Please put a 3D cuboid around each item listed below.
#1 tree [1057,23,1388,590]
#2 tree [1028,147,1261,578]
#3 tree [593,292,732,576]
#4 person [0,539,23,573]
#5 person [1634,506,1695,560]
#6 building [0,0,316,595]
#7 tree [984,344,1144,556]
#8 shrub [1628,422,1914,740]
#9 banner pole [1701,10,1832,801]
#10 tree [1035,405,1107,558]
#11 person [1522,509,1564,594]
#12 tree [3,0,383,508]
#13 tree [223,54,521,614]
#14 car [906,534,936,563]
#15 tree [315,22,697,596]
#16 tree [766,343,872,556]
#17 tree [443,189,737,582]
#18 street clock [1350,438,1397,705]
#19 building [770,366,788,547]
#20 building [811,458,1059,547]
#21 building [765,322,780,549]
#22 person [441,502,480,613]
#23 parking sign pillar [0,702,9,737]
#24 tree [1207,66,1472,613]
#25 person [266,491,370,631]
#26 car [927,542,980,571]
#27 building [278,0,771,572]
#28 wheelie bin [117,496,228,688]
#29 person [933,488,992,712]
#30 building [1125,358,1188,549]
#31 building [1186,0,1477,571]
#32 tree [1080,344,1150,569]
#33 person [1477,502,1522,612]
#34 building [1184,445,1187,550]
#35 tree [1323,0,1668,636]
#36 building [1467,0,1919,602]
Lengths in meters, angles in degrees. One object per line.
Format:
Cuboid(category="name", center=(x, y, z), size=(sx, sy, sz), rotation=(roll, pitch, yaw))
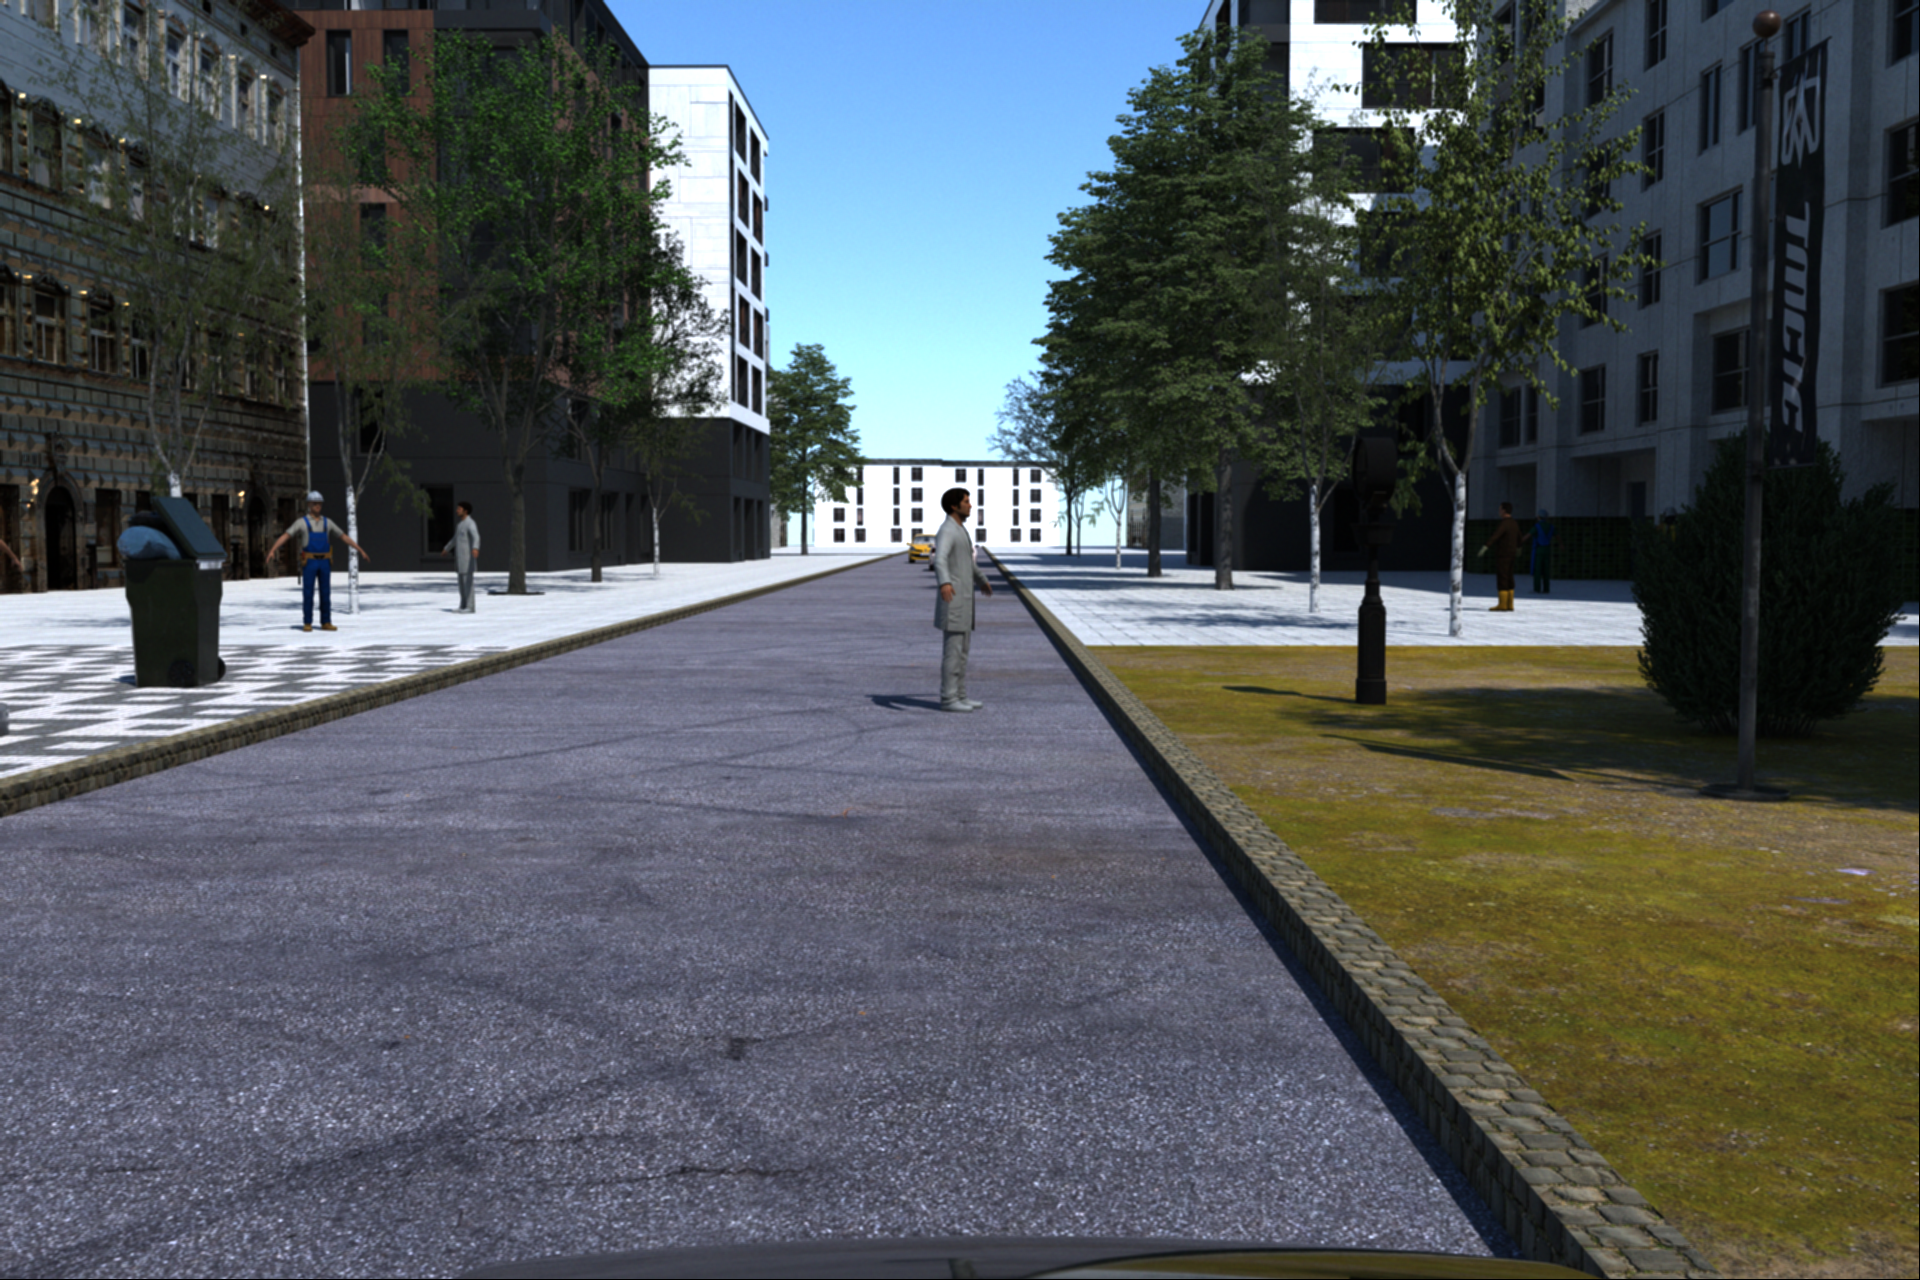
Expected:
Cuboid(category="tree", center=(5.679, -7.431, 39.628), size=(7.486, 12.596, 7.792), rotation=(0, 3, 0))
Cuboid(category="tree", center=(5.467, -8.098, 50.531), size=(7.486, 12.596, 7.792), rotation=(0, 3, 0))
Cuboid(category="tree", center=(-9.266, -6.243, 52.433), size=(4.360, 8.622, 3.978), rotation=(0, 3, 0))
Cuboid(category="person", center=(-9.449, -0.577, 16.233), size=(1.217, 1.733, 0.721), rotation=(-3, 5, -40))
Cuboid(category="person", center=(14.624, -1.833, 35.733), size=(1.354, 1.858, 0.705), rotation=(0, 4, 7))
Cuboid(category="building", center=(-29.145, -12.985, 43.235), size=(19.493, 23.208, 18.063), rotation=(0, 4, 1))
Cuboid(category="tree", center=(6.580, -11.794, 103.194), size=(12.009, 13.543, 11.850), rotation=(0, 3, 0))
Cuboid(category="shrub", center=(5.134, -0.429, 11.061), size=(1.661, 2.075, 1.752), rotation=(0, 3, 0))
Cuboid(category="banner pole", center=(3.851, -1.110, 8.159), size=(0.401, 3.779, 0.863), rotation=(0, 4, 1))
Cuboid(category="tree", center=(6.459, -8.734, 93.157), size=(4.360, 8.622, 3.978), rotation=(0, 3, 0))
Cuboid(category="person", center=(12.504, -1.907, 37.300), size=(1.347, 1.817, 0.704), rotation=(-1, 4, -20))
Cuboid(category="tree", center=(-9.953, -4.336, 21.257), size=(4.360, 8.622, 3.978), rotation=(0, 3, 0))
Cuboid(category="tree", center=(-9.923, -4.721, 27.559), size=(4.360, 8.622, 3.978), rotation=(0, 3, 0))
Cuboid(category="car", center=(-1.649, -4.629, 85.906), size=(2.015, 1.641, 3.980), rotation=(0, 4, 1))
Cuboid(category="tree", center=(-9.365, -6.750, 36.117), size=(9.928, 11.665, 9.643), rotation=(0, 3, 0))
Cuboid(category="tree", center=(-9.098, -11.288, 102.691), size=(7.486, 12.596, 7.792), rotation=(0, 3, 0))
Cuboid(category="tree", center=(-9.742, -6.795, 45.510), size=(8.767, 10.594, 7.601), rotation=(0, 4, 5))
Cuboid(category="street clock", center=(3.109, -0.519, 13.050), size=(0.358, 2.002, 0.471), rotation=(0, 4, -1))
Cuboid(category="building", center=(-26.783, -20.462, 165.489), size=(19.493, 23.208, 18.063), rotation=(0, 4, 0))
Cuboid(category="building", center=(-2.672, -15.275, 194.350), size=(28.070, 9.664, 9.099), rotation=(-1, 4, -8))
Cuboid(category="building", center=(-24.496, -16.688, 139.301), size=(16.747, 18.905, 31.486), rotation=(0, 4, 0))
Cuboid(category="person", center=(-8.076, -1.345, 28.175), size=(0.705, 1.806, 1.347), rotation=(-3, 4, -38))
Cuboid(category="parking sign pillar", center=(-6.764, -1.360, 10.708), size=(1.447, 3.967, 1.447), rotation=(0, 4, 0))
Cuboid(category="tree", center=(5.758, -4.757, 28.141), size=(4.360, 8.622, 3.978), rotation=(0, 3, 0))
Cuboid(category="person", center=(-8.516, -1.044, 22.931), size=(1.347, 1.847, 0.705), rotation=(-3, 4, -39))
Cuboid(category="car", center=(-0.262, -3.437, 68.558), size=(2.083, 1.381, 4.827), rotation=(0, 4, 1))
Cuboid(category="building", center=(-24.077, -14.063, 73.908), size=(27.936, 21.610, 32.646), rotation=(0, 4, 1))
Cuboid(category="wheelie bin", center=(-6.671, -0.413, 14.655), size=(0.693, 1.594, 0.980), rotation=(0, 3, 0))
Cuboid(category="person", center=(-0.003, -0.332, 14.080), size=(0.705, 1.806, 1.347), rotation=(1, 4, 15))
Cuboid(category="building", center=(25.121, -19.818, 154.945), size=(19.493, 23.208, 18.063), rotation=(0, 3, 0))
Cuboid(category="building", center=(23.559, -14.154, 75.390), size=(27.936, 21.610, 32.646), rotation=(0, 3, 0))
Cuboid(category="tree", center=(5.666, -6.867, 62.632), size=(4.360, 8.622, 3.978), rotation=(0, 3, 0))
Cuboid(category="person", center=(9.033, -1.385, 28.783), size=(1.346, 1.812, 0.704), rotation=(-3, 5, -45))
Cuboid(category="building", center=(22.638, -11.347, 127.673), size=(9.099, 9.664, 28.070), rotation=(0, 4, 0))
Cuboid(category="tree", center=(6.415, -4.362, 21.674), size=(4.737, 8.622, 4.395), rotation=(0, 3, 0))
Cuboid(category="building", center=(24.943, -10.646, 40.521), size=(16.747, 18.905, 31.486), rotation=(0, 4, 0))
